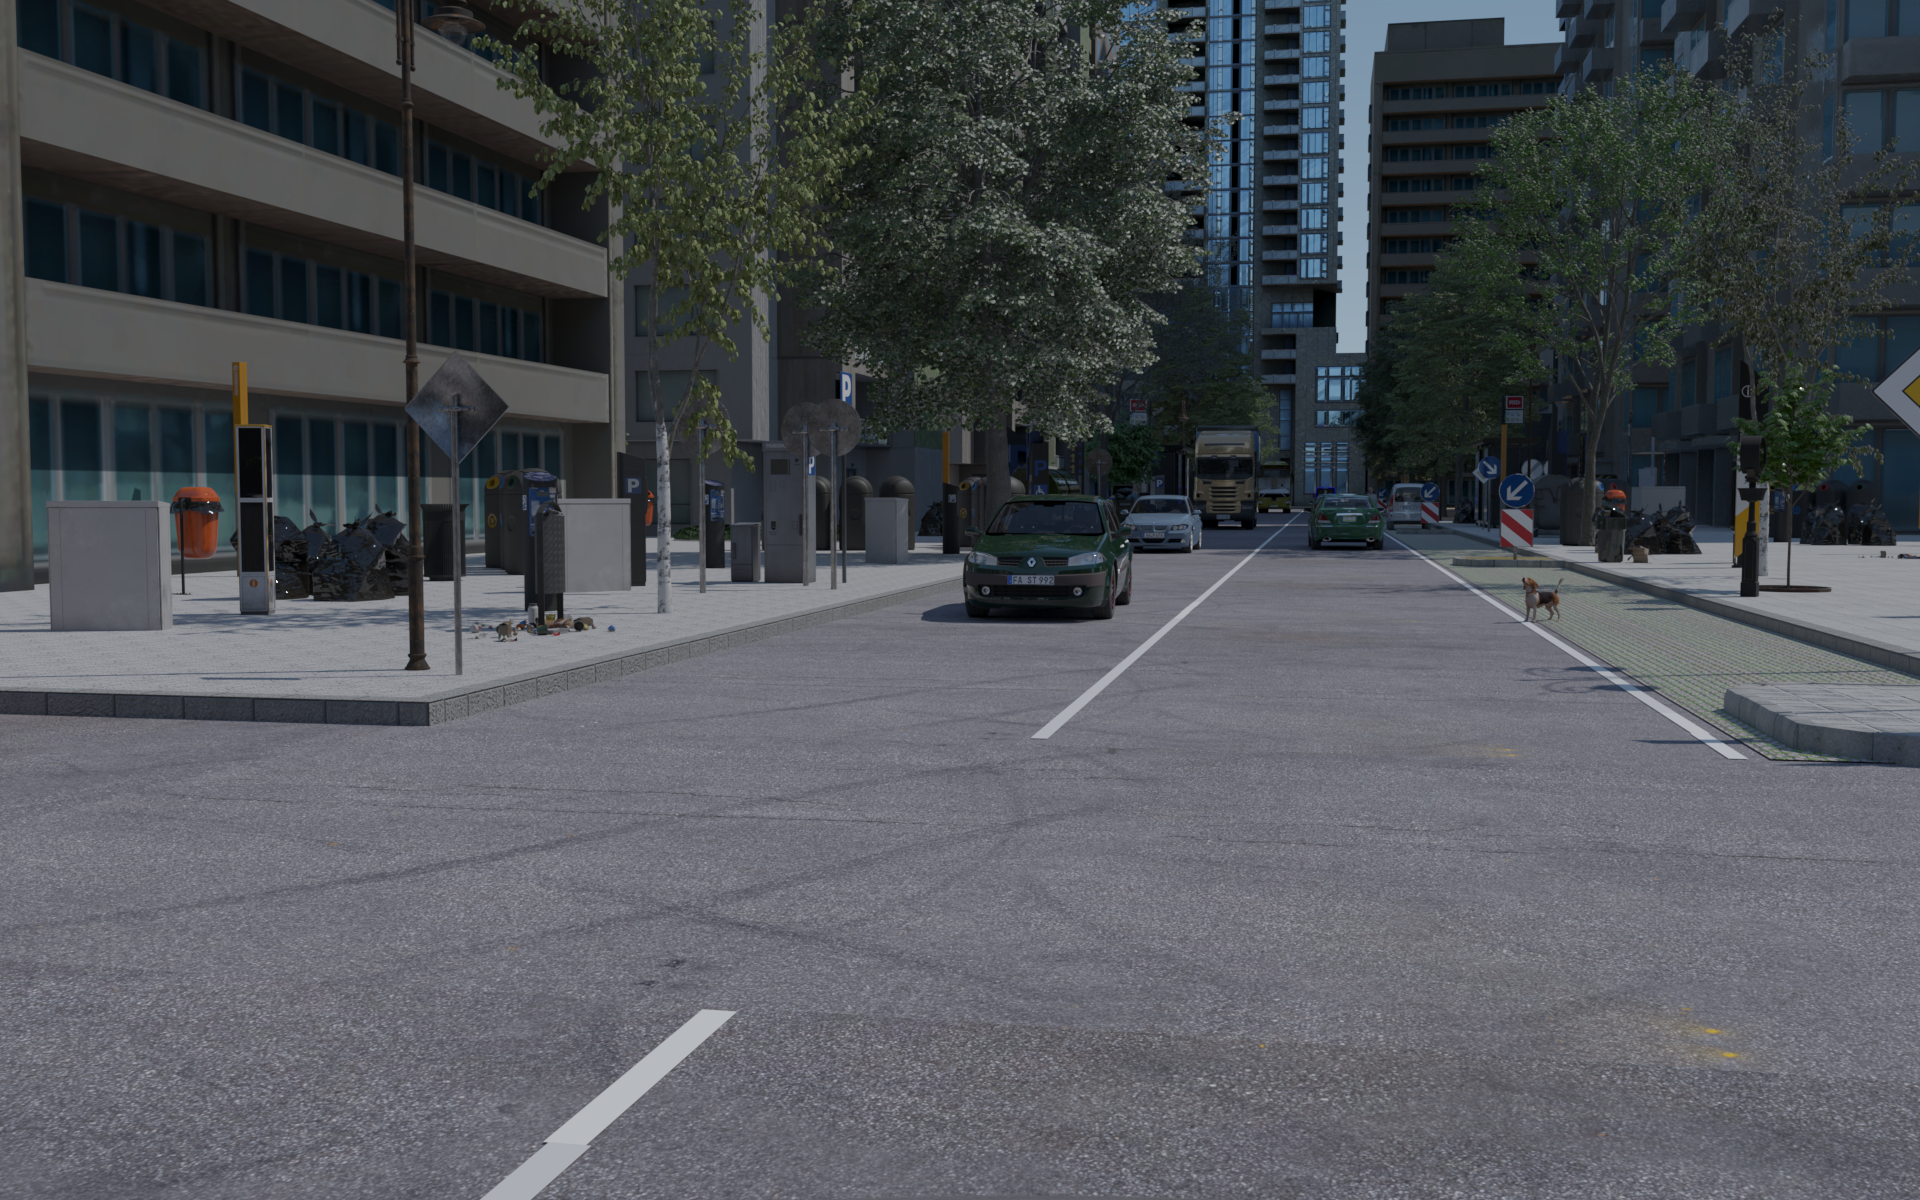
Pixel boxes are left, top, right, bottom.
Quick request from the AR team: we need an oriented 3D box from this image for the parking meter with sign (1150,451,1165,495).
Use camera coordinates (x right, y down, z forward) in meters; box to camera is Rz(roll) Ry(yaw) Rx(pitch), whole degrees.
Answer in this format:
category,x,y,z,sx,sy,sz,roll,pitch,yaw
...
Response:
category,x,y,z,sx,sy,sz,roll,pitch,yaw
parking meter with sign,7.892,-4.476,69.450,0.543,3.016,1.738,0,4,-8

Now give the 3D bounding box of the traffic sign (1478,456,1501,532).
category,x,y,z,sx,sy,sz,roll,pitch,yaw
traffic sign,17.824,-3.559,58.290,0.768,2.556,0.104,1,4,15

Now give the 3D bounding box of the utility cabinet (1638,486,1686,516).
category,x,y,z,sx,sy,sz,roll,pitch,yaw
utility cabinet,20.405,-2.544,50.278,1.173,1.500,0.318,2,4,27

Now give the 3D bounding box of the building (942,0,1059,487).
category,x,y,z,sx,sy,sz,roll,pitch,yaw
building,-2.547,-19.828,95.881,14.160,30.474,14.107,1,4,12

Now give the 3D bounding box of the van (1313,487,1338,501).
category,x,y,z,sx,sy,sz,roll,pitch,yaw
van,32.681,-9.204,154.866,2.240,2.365,5.245,1,4,12

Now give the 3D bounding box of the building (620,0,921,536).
category,x,y,z,sx,sy,sz,roll,pitch,yaw
building,-8.748,-22.857,57.312,14.154,41.232,14.086,1,4,12

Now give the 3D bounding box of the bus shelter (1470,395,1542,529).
category,x,y,z,sx,sy,sz,roll,pitch,yaw
bus shelter,21.327,-5.542,68.246,2.179,5.291,8.768,1,4,12

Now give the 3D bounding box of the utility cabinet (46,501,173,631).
category,x,y,z,sx,sy,sz,roll,pitch,yaw
utility cabinet,-8.012,-0.317,16.341,1.020,1.237,0.306,0,4,-4

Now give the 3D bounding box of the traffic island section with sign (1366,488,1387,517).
category,x,y,z,sx,sy,sz,roll,pitch,yaw
traffic island section with sign,26.842,-6.243,110.706,1.989,1.847,2.006,1,4,12

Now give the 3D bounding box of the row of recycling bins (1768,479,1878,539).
category,x,y,z,sx,sy,sz,roll,pitch,yaw
row of recycling bins,24.792,-2.631,50.134,1.069,1.692,3.534,-2,4,-32

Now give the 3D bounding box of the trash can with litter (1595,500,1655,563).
category,x,y,z,sx,sy,sz,roll,pitch,yaw
trash can with litter,12.459,-1.289,32.454,1.055,1.170,0.624,1,4,21

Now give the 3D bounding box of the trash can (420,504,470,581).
category,x,y,z,sx,sy,sz,roll,pitch,yaw
trash can,-7.633,-0.855,25.638,0.748,1.137,0.748,0,3,0

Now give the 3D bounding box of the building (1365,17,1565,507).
category,x,y,z,sx,sy,sz,roll,pitch,yaw
building,53.483,-34.084,180.973,21.600,48.544,21.300,1,4,12

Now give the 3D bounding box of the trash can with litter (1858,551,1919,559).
category,x,y,z,sx,sy,sz,roll,pitch,yaw
trash can with litter,19.195,-1.440,34.607,2.233,1.210,1.678,1,4,22

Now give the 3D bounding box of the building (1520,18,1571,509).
category,x,y,z,sx,sy,sz,roll,pitch,yaw
building,53.731,-49.930,129.020,22.319,86.520,31.000,1,4,12

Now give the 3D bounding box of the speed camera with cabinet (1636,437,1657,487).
category,x,y,z,sx,sy,sz,roll,pitch,yaw
speed camera with cabinet,24.069,-4.065,60.795,0.660,3.252,2.038,1,4,20

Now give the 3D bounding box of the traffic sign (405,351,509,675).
category,x,y,z,sx,sy,sz,roll,pitch,yaw
traffic sign,-3.549,-0.524,12.215,0.795,2.450,0.064,1,4,12

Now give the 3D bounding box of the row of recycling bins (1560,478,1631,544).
category,x,y,z,sx,sy,sz,roll,pitch,yaw
row of recycling bins,16.496,-2.320,45.043,1.069,1.692,3.534,3,5,39

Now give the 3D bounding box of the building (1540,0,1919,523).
category,x,y,z,sx,sy,sz,roll,pitch,yaw
building,47.005,-29.396,100.233,23.786,49.044,30.456,1,4,12

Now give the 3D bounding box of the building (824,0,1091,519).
category,x,y,z,sx,sy,sz,roll,pitch,yaw
building,0.382,-26.059,109.652,14.154,41.232,14.086,1,4,12

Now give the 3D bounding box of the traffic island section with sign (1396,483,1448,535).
category,x,y,z,sx,sy,sz,roll,pitch,yaw
traffic island section with sign,16.613,-3.254,61.823,1.989,1.847,2.006,1,4,12

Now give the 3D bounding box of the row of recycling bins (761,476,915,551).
category,x,y,z,sx,sy,sz,roll,pitch,yaw
row of recycling bins,-2.788,-1.988,39.620,3.534,1.692,1.069,0,4,-1

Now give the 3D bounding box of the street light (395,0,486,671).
category,x,y,z,sx,sy,sz,roll,pitch,yaw
street light,-3.965,-2.428,12.478,0.468,5.910,1.993,1,4,12

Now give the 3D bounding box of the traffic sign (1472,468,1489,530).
category,x,y,z,sx,sy,sz,roll,pitch,yaw
traffic sign,18.592,-3.690,61.509,0.795,2.450,0.064,1,4,19

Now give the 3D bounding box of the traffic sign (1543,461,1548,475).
category,x,y,z,sx,sy,sz,roll,pitch,yaw
traffic sign,21.101,-3.757,61.531,0.768,2.556,0.104,1,4,12

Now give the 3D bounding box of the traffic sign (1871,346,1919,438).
category,x,y,z,sx,sy,sz,roll,pitch,yaw
traffic sign,5.789,-0.404,10.246,0.795,2.450,0.064,1,4,12

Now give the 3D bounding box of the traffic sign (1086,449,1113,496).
category,x,y,z,sx,sy,sz,roll,pitch,yaw
traffic sign,3.905,-2.976,48.763,0.768,2.556,0.104,1,4,19

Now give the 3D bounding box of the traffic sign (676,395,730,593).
category,x,y,z,sx,sy,sz,roll,pitch,yaw
traffic sign,-3.331,-1.361,22.354,0.768,2.556,0.104,1,4,16

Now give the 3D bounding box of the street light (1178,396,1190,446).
category,x,y,z,sx,sy,sz,roll,pitch,yaw
street light,10.489,-6.642,81.390,0.468,5.910,1.993,1,4,12

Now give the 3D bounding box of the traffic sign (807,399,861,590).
category,x,y,z,sx,sy,sz,roll,pitch,yaw
traffic sign,-1.698,-1.413,23.216,0.768,2.556,0.104,1,4,15

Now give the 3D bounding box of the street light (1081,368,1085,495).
category,x,y,z,sx,sy,sz,roll,pitch,yaw
street light,3.339,-4.539,46.993,0.468,5.910,1.993,1,4,12

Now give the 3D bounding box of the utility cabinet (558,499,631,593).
category,x,y,z,sx,sy,sz,roll,pitch,yaw
utility cabinet,-4.867,-0.713,22.813,1.020,1.237,0.306,-2,4,-35

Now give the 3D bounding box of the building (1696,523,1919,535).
category,x,y,z,sx,sy,sz,roll,pitch,yaw
building,39.215,-27.169,63.824,23.786,49.044,30.456,1,4,12

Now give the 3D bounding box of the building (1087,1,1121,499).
category,x,y,z,sx,sy,sz,roll,pitch,yaw
building,3.662,-28.948,123.415,14.600,45.320,14.200,1,4,12

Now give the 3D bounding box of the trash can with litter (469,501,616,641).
category,x,y,z,sx,sy,sz,roll,pitch,yaw
trash can with litter,-4.052,-0.308,16.099,1.678,1.210,2.233,0,4,7

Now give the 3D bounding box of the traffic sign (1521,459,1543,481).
category,x,y,z,sx,sy,sz,roll,pitch,yaw
traffic sign,20.959,-3.878,63.504,0.768,2.556,0.104,1,4,13

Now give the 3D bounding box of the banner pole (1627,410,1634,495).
category,x,y,z,sx,sy,sz,roll,pitch,yaw
banner pole,19.917,-3.765,51.567,0.401,3.779,0.863,2,4,28

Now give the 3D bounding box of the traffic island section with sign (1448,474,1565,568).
category,x,y,z,sx,sy,sz,roll,pitch,yaw
traffic island section with sign,10.870,-1.579,34.444,1.989,1.847,2.006,1,4,12

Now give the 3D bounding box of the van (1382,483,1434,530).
category,x,y,z,sx,sy,sz,roll,pitch,yaw
van,17.931,-3.806,69.242,2.013,2.044,4.112,1,4,13

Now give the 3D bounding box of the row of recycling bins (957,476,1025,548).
category,x,y,z,sx,sy,sz,roll,pitch,yaw
row of recycling bins,0.734,-2.047,40.574,1.069,1.692,3.534,-1,4,-14

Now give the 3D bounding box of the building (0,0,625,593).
category,x,y,z,sx,sy,sz,roll,pitch,yaw
building,-20.816,-25.049,33.253,21.300,48.544,21.600,1,4,12

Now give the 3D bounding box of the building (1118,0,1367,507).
category,x,y,z,sx,sy,sz,roll,pitch,yaw
building,27.619,-53.330,184.610,31.000,86.520,22.319,1,4,12

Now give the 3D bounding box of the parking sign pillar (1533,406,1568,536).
category,x,y,z,sx,sy,sz,roll,pitch,yaw
parking sign pillar,18.576,-4.003,53.927,1.447,3.967,1.447,1,4,13

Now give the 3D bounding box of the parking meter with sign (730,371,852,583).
category,x,y,z,sx,sy,sz,roll,pitch,yaw
parking meter with sign,-2.470,-1.762,25.075,1.738,3.016,0.543,1,4,14

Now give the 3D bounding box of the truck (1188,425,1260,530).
category,x,y,z,sx,sy,sz,roll,pitch,yaw
truck,11.306,-5.147,73.068,2.839,4.237,11.283,1,4,11

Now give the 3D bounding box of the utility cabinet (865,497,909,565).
category,x,y,z,sx,sy,sz,roll,pitch,yaw
utility cabinet,-1.351,-1.272,31.958,0.306,1.237,1.020,-3,4,-37

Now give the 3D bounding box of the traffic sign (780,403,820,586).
category,x,y,z,sx,sy,sz,roll,pitch,yaw
traffic sign,-2.154,-1.470,24.134,0.768,2.556,0.104,1,4,17

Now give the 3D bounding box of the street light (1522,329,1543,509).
category,x,y,z,sx,sy,sz,roll,pitch,yaw
street light,15.863,-4.614,48.222,0.468,5.910,1.993,1,4,12

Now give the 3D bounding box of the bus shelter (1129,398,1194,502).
category,x,y,z,sx,sy,sz,roll,pitch,yaw
bus shelter,8.720,-5.963,75.131,2.179,5.291,8.768,1,4,12

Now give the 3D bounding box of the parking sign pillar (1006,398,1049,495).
category,x,y,z,sx,sy,sz,roll,pitch,yaw
parking sign pillar,1.960,-3.360,43.412,1.447,3.967,1.447,0,4,-3

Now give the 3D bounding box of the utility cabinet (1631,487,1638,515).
category,x,y,z,sx,sy,sz,roll,pitch,yaw
utility cabinet,22.043,-2.846,55.213,1.173,1.500,0.318,3,4,36

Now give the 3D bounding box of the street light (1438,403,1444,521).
category,x,y,z,sx,sy,sz,roll,pitch,yaw
street light,23.078,-6.742,83.017,0.468,5.910,1.993,1,4,12

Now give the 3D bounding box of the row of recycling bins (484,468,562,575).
category,x,y,z,sx,sy,sz,roll,pitch,yaw
row of recycling bins,-7.284,-1.337,28.974,1.069,1.692,3.534,-1,4,-22
